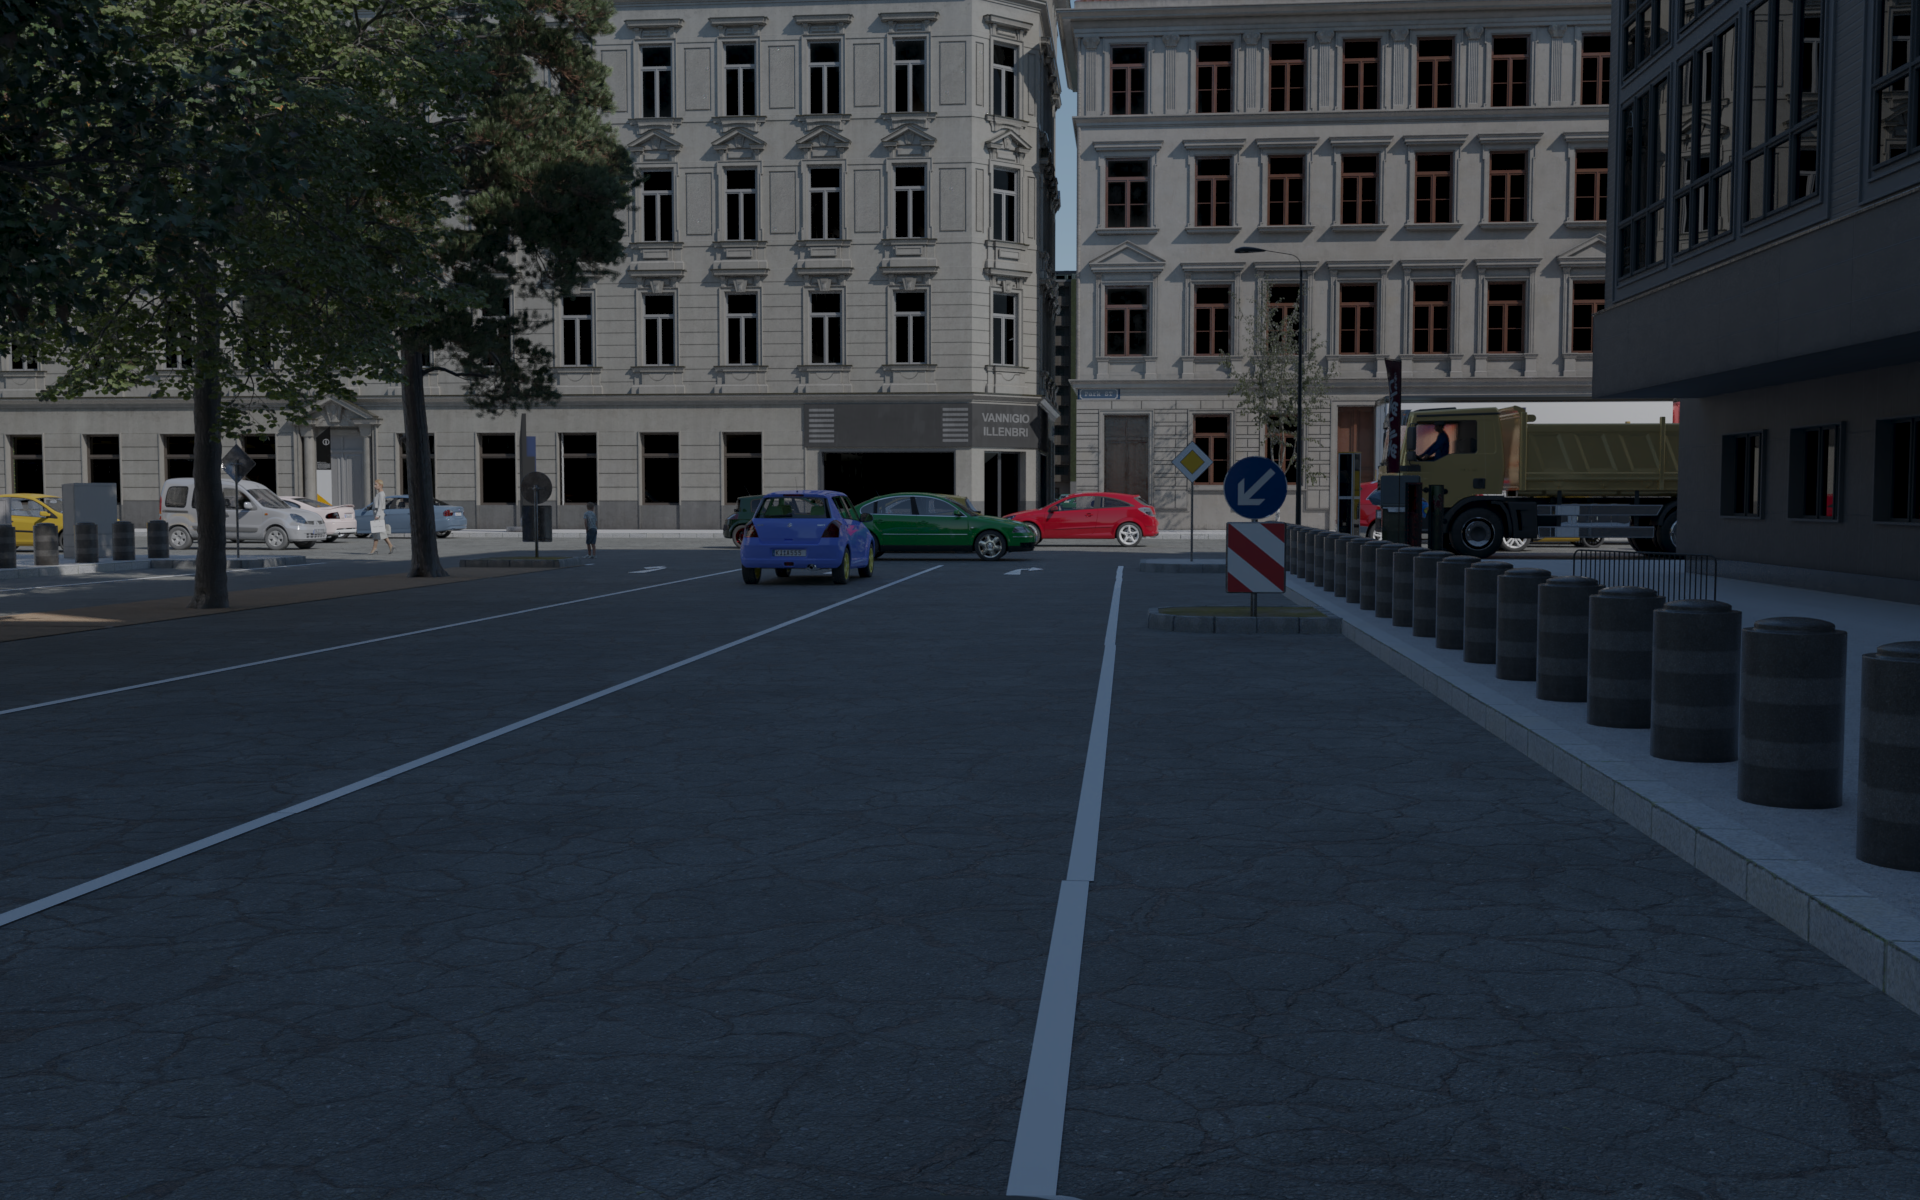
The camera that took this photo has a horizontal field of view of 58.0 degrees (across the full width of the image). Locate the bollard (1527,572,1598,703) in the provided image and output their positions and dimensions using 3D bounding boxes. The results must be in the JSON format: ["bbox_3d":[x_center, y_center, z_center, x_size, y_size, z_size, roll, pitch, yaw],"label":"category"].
[{"bbox_3d":[3.818,0.238,10.826,0.404,0.777,0.398,0,3,0],"label":"bollard"}]

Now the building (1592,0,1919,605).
[{"bbox_3d":[16.022,-13.559,15.205,14.314,27.812,24.014,0,4,6],"label":"building"}]

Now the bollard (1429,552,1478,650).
[{"bbox_3d":[4.173,0.018,14.420,0.404,0.777,0.398,0,3,0],"label":"bollard"}]

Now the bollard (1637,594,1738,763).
[{"bbox_3d":[3.582,0.385,8.430,0.404,0.777,0.398,0,3,0],"label":"bollard"}]

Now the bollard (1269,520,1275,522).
[{"bbox_3d":[5.826,-1.012,31.260,0.404,0.777,0.398,0,3,0],"label":"bollard"}]

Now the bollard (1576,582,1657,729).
[{"bbox_3d":[3.705,0.311,9.630,0.404,0.777,0.398,0,3,0],"label":"bollard"}]

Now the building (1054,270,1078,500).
[{"bbox_3d":[12.655,-27.853,227.092,14.107,30.474,14.160,0,4,6],"label":"building"}]

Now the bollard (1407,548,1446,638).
[{"bbox_3d":[4.294,-0.055,15.624,0.404,0.777,0.398,0,3,0],"label":"bollard"}]

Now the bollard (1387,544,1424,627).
[{"bbox_3d":[4.412,-0.130,16.835,0.404,0.777,0.398,0,3,0],"label":"bollard"}]

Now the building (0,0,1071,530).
[{"bbox_3d":[-17.924,-17.947,69.841,44.131,29.872,17.030,0,4,6],"label":"building"}]

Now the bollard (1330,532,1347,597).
[{"bbox_3d":[4.884,-0.423,21.635,0.404,0.777,0.398,0,3,0],"label":"bollard"}]

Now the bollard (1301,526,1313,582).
[{"bbox_3d":[5.242,-0.644,25.253,0.404,0.777,0.398,0,3,0],"label":"bollard"}]

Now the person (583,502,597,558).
[{"bbox_3d":[-8.243,-1.552,38.561,0.332,1.250,0.352,-1,4,-13],"label":"person"}]

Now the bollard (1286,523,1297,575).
[{"bbox_3d":[5.476,-0.791,27.655,0.404,0.777,0.398,0,3,0],"label":"bollard"}]

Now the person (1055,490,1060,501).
[{"bbox_3d":[9.008,-9.320,161.019,1.348,1.807,0.705,0,4,5],"label":"person"}]

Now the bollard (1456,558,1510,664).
[{"bbox_3d":[4.055,0.092,13.218,0.404,0.777,0.398,0,3,0],"label":"bollard"}]

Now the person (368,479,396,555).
[{"bbox_3d":[-13.714,-1.969,41.041,0.624,1.780,0.694,-1,4,-9],"label":"person"}]

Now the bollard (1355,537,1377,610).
[{"bbox_3d":[4.651,-0.276,19.237,0.404,0.777,0.398,0,3,0],"label":"bollard"}]

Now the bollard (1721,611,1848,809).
[{"bbox_3d":[3.466,0.459,7.217,0.404,0.777,0.398,0,3,0],"label":"bollard"}]

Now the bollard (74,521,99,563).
[{"bbox_3d":[-16.327,-1.080,32.368,0.404,0.777,0.398,0,3,0],"label":"bollard"}]

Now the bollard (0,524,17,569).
[{"bbox_3d":[-16.561,-0.933,29.967,0.404,0.777,0.398,0,3,0],"label":"bollard"}]

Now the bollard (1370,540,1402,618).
[{"bbox_3d":[4.532,-0.203,18.030,0.404,0.777,0.398,0,3,0],"label":"bollard"}]

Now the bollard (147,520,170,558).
[{"bbox_3d":[-16.094,-1.226,34.760,0.404,0.777,0.398,0,3,0],"label":"bollard"}]

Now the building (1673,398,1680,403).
[{"bbox_3d":[34.367,-12.743,63.102,16.860,20.320,10.420,0,4,6],"label":"building"}]

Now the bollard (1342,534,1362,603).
[{"bbox_3d":[4.764,-0.350,20.433,0.404,0.777,0.398,0,3,0],"label":"bollard"}]

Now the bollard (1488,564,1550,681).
[{"bbox_3d":[3.934,0.165,12.022,0.404,0.777,0.398,0,3,0],"label":"bollard"}]

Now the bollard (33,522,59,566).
[{"bbox_3d":[-16.447,-1.006,31.163,0.404,0.777,0.398,0,3,0],"label":"bollard"}]

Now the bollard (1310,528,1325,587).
[{"bbox_3d":[5.122,-0.570,24.037,0.404,0.777,0.398,0,3,0],"label":"bollard"}]

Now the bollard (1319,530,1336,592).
[{"bbox_3d":[5.002,-0.497,22.841,0.404,0.777,0.398,0,3,0],"label":"bollard"}]

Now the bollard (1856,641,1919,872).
[{"bbox_3d":[3.348,0.532,6.021,0.404,0.777,0.398,0,3,0],"label":"bollard"}]

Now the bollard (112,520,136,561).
[{"bbox_3d":[-16.211,-1.153,33.564,0.404,0.777,0.398,0,3,0],"label":"bollard"}]

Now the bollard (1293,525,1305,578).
[{"bbox_3d":[5.353,-0.718,26.451,0.404,0.777,0.398,0,3,0],"label":"bollard"}]

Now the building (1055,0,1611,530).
[{"bbox_3d":[14.401,-14.012,65.261,21.152,22.565,11.583,0,4,6],"label":"building"}]
